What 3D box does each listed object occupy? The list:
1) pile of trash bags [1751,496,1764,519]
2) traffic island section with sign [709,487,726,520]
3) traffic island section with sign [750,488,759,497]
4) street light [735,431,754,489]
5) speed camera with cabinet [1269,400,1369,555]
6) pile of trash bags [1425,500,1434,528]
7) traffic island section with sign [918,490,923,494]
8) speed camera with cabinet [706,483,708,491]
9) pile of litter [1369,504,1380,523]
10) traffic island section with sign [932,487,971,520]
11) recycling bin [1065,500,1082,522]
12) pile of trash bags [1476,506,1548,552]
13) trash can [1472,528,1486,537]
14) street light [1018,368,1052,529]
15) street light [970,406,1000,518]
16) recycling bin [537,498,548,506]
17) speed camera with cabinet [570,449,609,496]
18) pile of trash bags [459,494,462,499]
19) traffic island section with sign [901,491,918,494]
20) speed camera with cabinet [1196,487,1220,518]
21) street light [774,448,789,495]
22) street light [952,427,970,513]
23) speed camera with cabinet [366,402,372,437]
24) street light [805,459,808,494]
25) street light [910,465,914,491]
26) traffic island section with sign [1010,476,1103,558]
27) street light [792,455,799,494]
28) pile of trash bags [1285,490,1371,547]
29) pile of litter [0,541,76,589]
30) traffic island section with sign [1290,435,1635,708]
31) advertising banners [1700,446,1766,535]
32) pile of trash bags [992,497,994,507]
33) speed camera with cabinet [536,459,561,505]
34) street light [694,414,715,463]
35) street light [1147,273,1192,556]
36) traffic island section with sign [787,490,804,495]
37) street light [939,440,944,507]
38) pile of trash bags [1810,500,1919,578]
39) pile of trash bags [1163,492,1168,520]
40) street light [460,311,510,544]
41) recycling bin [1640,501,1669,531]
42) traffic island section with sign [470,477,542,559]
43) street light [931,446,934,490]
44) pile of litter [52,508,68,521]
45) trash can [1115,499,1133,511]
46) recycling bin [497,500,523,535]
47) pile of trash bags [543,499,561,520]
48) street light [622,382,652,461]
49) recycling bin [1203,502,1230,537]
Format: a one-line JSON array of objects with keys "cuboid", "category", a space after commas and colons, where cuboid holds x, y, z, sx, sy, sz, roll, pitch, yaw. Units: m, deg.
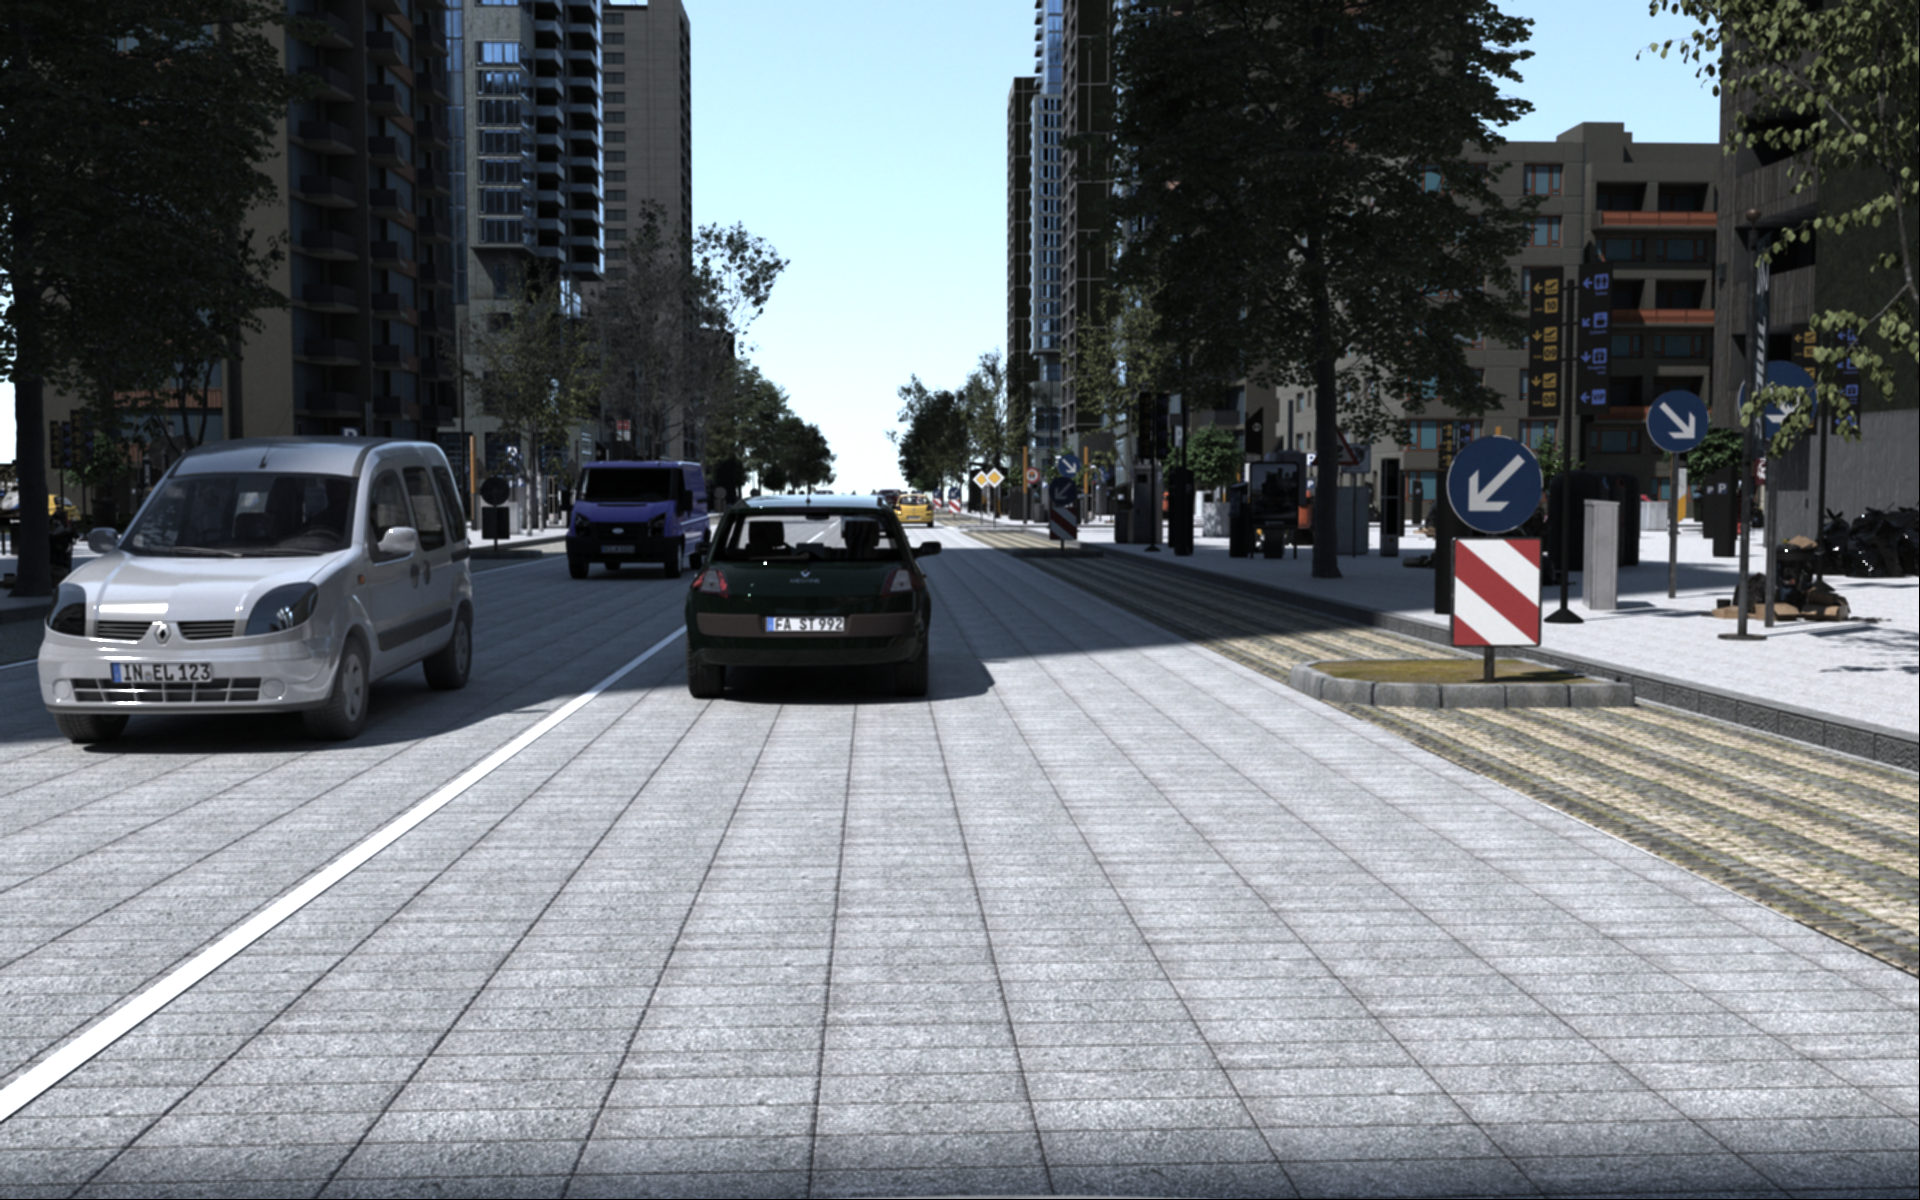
[{"cuboid": [38.005, -4.472, 82.877, 3.447, 1.369, 1.912, 1, 4, 21], "category": "pile of trash bags"}, {"cuboid": [-13.089, -5.273, 94.840, 1.989, 1.847, 2.006, 0, 4, -3], "category": "traffic island section with sign"}, {"cuboid": [-14.384, -6.920, 121.764, 1.989, 1.847, 2.006, 0, 4, -3], "category": "traffic island section with sign"}, {"cuboid": [-16.106, -9.528, 128.322, 1.470, 5.913, 1.316, 0, 4, -3], "category": "street light"}, {"cuboid": [7.620, -2.595, 36.763, 2.038, 3.252, 0.660, 0, 4, -6], "category": "speed camera with cabinet"}, {"cuboid": [18.352, -3.160, 61.416, 3.447, 1.369, 1.912, 0, 4, -3], "category": "pile of trash bags"}, {"cuboid": [-1.748, -6.921, 121.781, 1.989, 1.847, 2.006, 0, 4, -3], "category": "traffic island section with sign"}, {"cuboid": [-19.675, -8.309, 130.194, 0.660, 3.252, 2.038, 2, 4, 24], "category": "speed camera with cabinet"}, {"cuboid": [18.747, -3.946, 78.479, 1.176, 0.858, 1.719, -1, 4, -19], "category": "pile of litter"}, {"cuboid": [-0.442, -5.241, 94.320, 1.989, 1.847, 2.006, 0, 4, -3], "category": "traffic island section with sign"}, {"cuboid": [5.387, -4.323, 83.243, 0.722, 1.027, 0.722, 2, 4, 23], "category": "recycling bin"}, {"cuboid": [13.219, -1.771, 38.716, 3.447, 1.369, 1.912, -1, 4, -9], "category": "pile of trash bags"}, {"cuboid": [8.183, -0.915, 26.611, 0.748, 1.137, 0.748, 0, 3, 0], "category": "trash can"}, {"cuboid": [2.826, -5.590, 63.930, 1.470, 5.913, 1.316, 0, 4, -3], "category": "street light"}, {"cuboid": [1.412, -7.273, 91.460, 1.470, 5.913, 1.316, 0, 4, -3], "category": "street light"}, {"cuboid": [-26.734, -5.982, 110.362, 0.722, 1.027, 0.722, 1, 4, 16], "category": "recycling bin"}, {"cuboid": [-16.107, -5.008, 76.216, 2.038, 3.252, 0.660, -2, 4, -28], "category": "speed camera with cabinet"}, {"cuboid": [-26.433, -4.679, 86.254, 3.447, 1.369, 1.912, 1, 4, 12], "category": "pile of trash bags"}, {"cuboid": [-5.438, -11.651, 199.127, 1.989, 1.847, 2.006, 0, 4, -3], "category": "traffic island section with sign"}, {"cuboid": [13.906, -6.152, 94.918, 2.038, 3.252, 0.660, -2, 4, -30], "category": "speed camera with cabinet"}, {"cuboid": [-18.336, -12.427, 175.728, 1.470, 5.913, 1.316, 0, 4, -3], "category": "street light"}, {"cuboid": [0.108, -8.962, 119.067, 1.470, 5.913, 1.316, 0, 4, -3], "category": "street light"}, {"cuboid": [-12.846, -2.583, 36.569, 0.660, 3.252, 2.038, 2, 4, 28], "category": "speed camera with cabinet"}, {"cuboid": [-21.123, -15.867, 231.958, 1.470, 5.913, 1.316, 0, 4, -3], "category": "street light"}, {"cuboid": [-6.161, -17.027, 250.933, 1.470, 5.913, 1.316, 0, 4, -3], "category": "street light"}, {"cuboid": [2.169, -1.897, 39.643, 1.989, 1.847, 2.006, 0, 4, -3], "category": "traffic island section with sign"}, {"cuboid": [-19.590, -14.116, 203.338, 1.470, 5.913, 1.316, 0, 4, -3], "category": "street light"}, {"cuboid": [8.918, -2.044, 43.174, 1.912, 1.369, 3.447, 2, 4, 24], "category": "pile of trash bags"}, {"cuboid": [-12.596, -0.603, 23.827, 1.719, 0.858, 1.176, 2, 4, 32], "category": "pile of litter"}, {"cuboid": [3.465, -0.234, 12.451, 1.989, 1.847, 2.006, 0, 4, -3], "category": "traffic island section with sign"}, {"cuboid": [24.209, -3.535, 53.978, 2.074, 3.025, 0.090, 1, 4, 13], "category": "advertising banners"}, {"cuboid": [2.779, -7.863, 138.309, 3.447, 1.369, 1.912, 0, 4, -6], "category": "pile of trash bags"}, {"cuboid": [-21.337, -5.874, 90.383, 2.038, 3.252, 0.660, 1, 4, 10], "category": "speed camera with cabinet"}, {"cuboid": [-14.813, -7.806, 100.161, 1.470, 5.913, 1.316, 0, 4, -3], "category": "street light"}, {"cuboid": [4.103, -3.868, 35.789, 1.470, 5.913, 1.316, 0, 4, -3], "category": "street light"}, {"cuboid": [-16.769, -9.987, 171.908, 1.989, 1.847, 2.006, 0, 4, -3], "category": "traffic island section with sign"}, {"cuboid": [-1.208, -10.691, 147.335, 1.470, 5.913, 1.316, 0, 4, -3], "category": "street light"}, {"cuboid": [15.269, -1.060, 27.077, 3.447, 1.369, 1.912, 0, 4, 7], "category": "pile of trash bags"}, {"cuboid": [9.902, -4.692, 86.459, 1.912, 1.369, 3.447, -1, 4, -10], "category": "pile of trash bags"}, {"cuboid": [-12.118, -4.376, 44.089, 1.470, 5.913, 1.316, 0, 4, -3], "category": "street light"}, {"cuboid": [24.087, -2.907, 60.081, 0.722, 1.027, 0.722, 0, 4, 3], "category": "recycling bin"}, {"cuboid": [-10.420, -1.836, 38.642, 1.989, 1.847, 2.006, 0, 4, -3], "category": "traffic island section with sign"}, {"cuboid": [-2.252, -11.980, 168.409, 1.470, 5.913, 1.316, 0, 4, -3], "category": "street light"}, {"cuboid": [-26.878, -2.281, 51.253, 1.176, 0.858, 1.719, 2, 4, 28], "category": "pile of litter"}, {"cuboid": [4.465, -2.094, 45.891, 0.748, 1.137, 0.748, 0, 3, 0], "category": "trash can"}, {"cuboid": [-14.288, -2.590, 54.898, 0.722, 1.027, 0.722, 0, 4, -6], "category": "recycling bin"}, {"cuboid": [-19.588, -4.696, 86.530, 1.912, 1.369, 3.447, 1, 4, 15], "category": "pile of trash bags"}, {"cuboid": [-13.417, -6.069, 71.767, 1.470, 5.913, 1.316, 0, 4, -3], "category": "street light"}, {"cuboid": [7.786, -2.418, 52.084, 0.722, 1.027, 0.722, -3, 5, -45], "category": "recycling bin"}]
